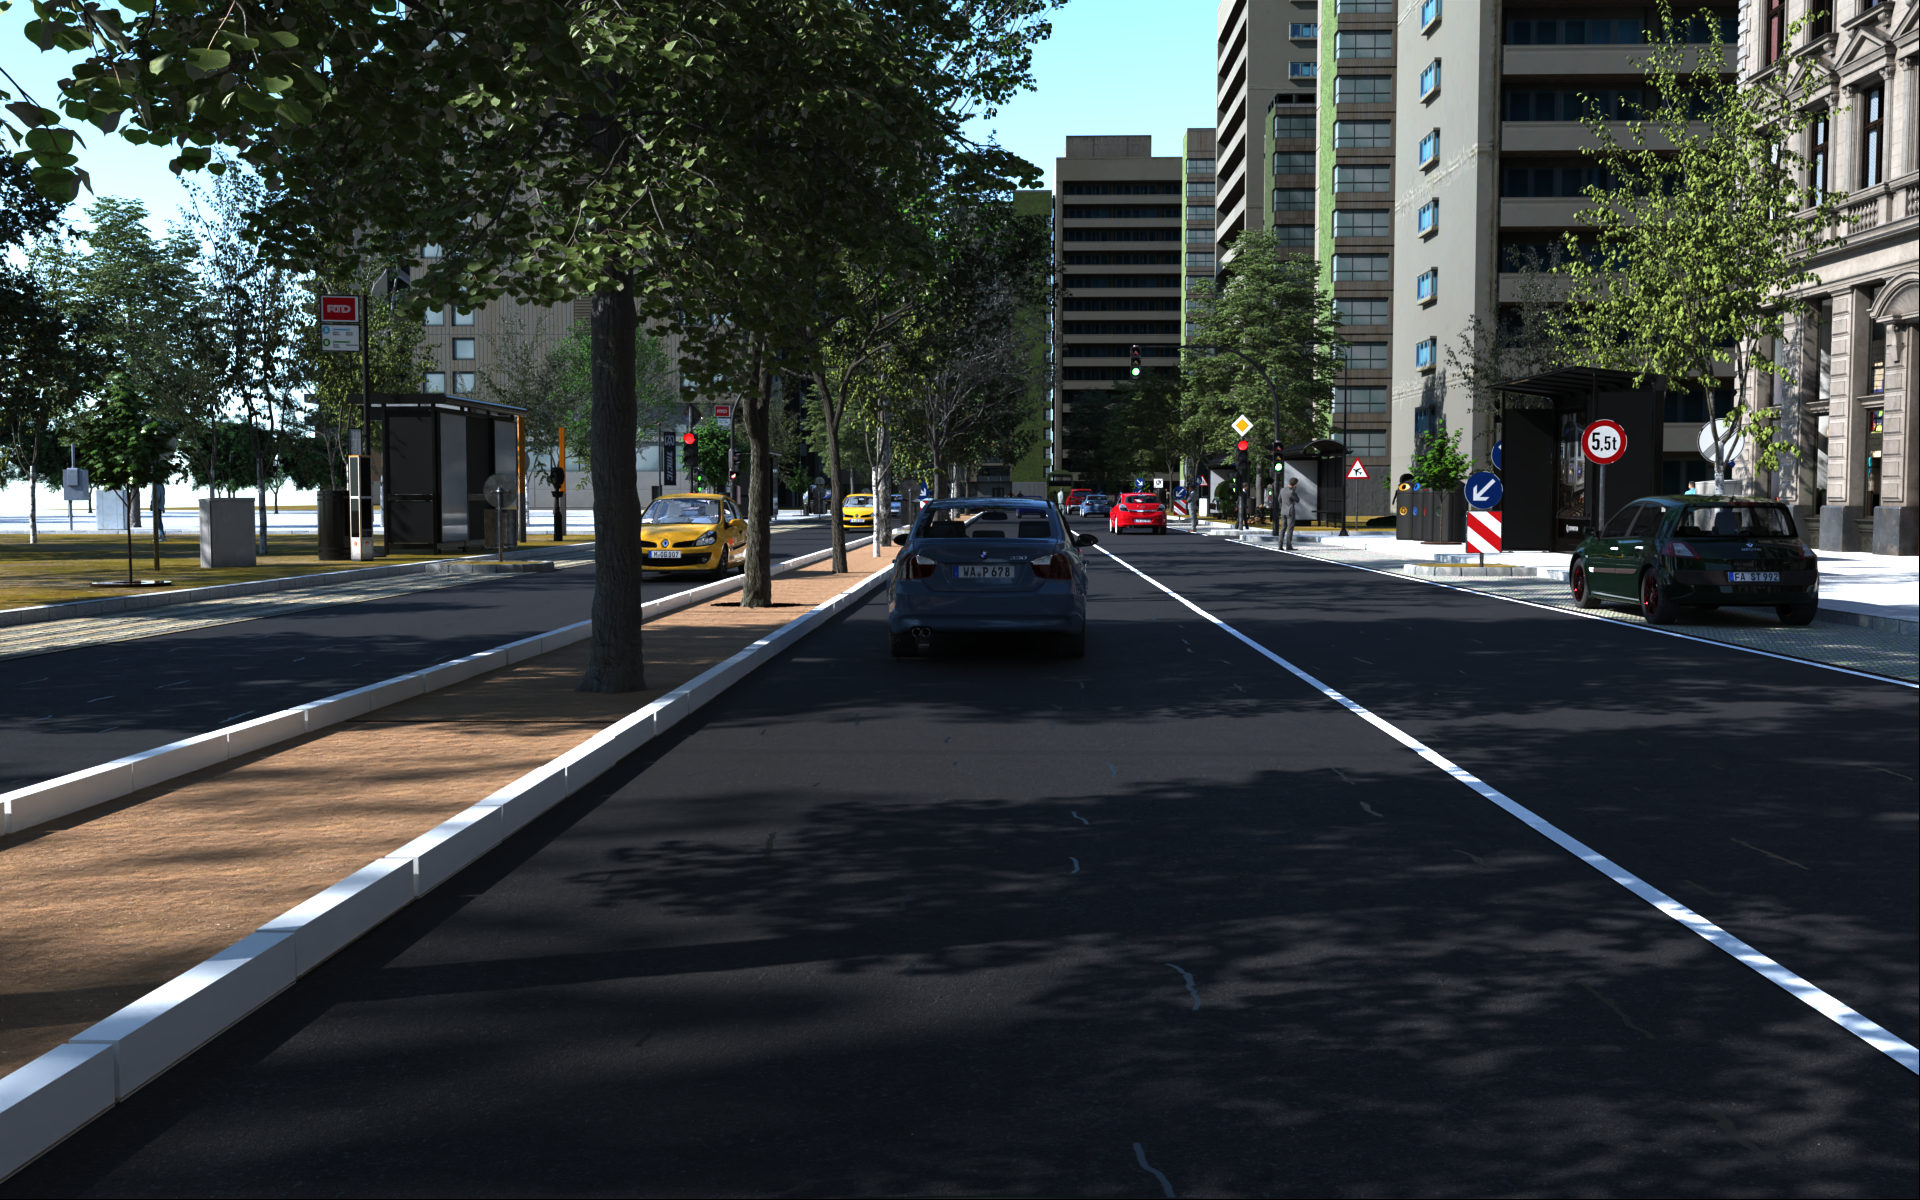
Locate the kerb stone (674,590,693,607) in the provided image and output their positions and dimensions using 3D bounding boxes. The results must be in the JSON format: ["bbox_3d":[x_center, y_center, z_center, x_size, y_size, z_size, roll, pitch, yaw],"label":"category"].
[{"bbox_3d":[-3.595,0.007,22.083,0.120,0.150,1.000,0,4,2],"label":"kerb stone"}]

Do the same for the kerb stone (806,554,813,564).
[{"bbox_3d":[-3.185,-0.808,35.409,0.120,0.150,1.000,0,4,2],"label":"kerb stone"}]

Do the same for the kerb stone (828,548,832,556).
[{"bbox_3d":[-3.068,-1.058,39.506,0.120,0.150,1.000,0,4,2],"label":"kerb stone"}]

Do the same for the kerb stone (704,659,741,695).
[{"bbox_3d":[-1.774,0.579,12.758,0.120,0.150,1.000,0,4,2],"label":"kerb stone"}]

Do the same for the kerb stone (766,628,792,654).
[{"bbox_3d":[-1.681,0.389,15.836,0.120,0.150,1.000,0,4,2],"label":"kerb stone"}]

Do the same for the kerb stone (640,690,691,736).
[{"bbox_3d":[-1.836,0.702,10.714,0.120,0.150,1.000,0,4,2],"label":"kerb stone"}]

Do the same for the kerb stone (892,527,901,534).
[{"bbox_3d":[-2.349,-2.531,63.582,0.120,0.150,1.000,0,4,2],"label":"kerb stone"}]

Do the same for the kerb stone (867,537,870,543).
[{"bbox_3d":[-2.755,-1.686,49.758,0.120,0.150,1.000,0,4,2],"label":"kerb stone"}]

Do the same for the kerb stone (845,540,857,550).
[{"bbox_3d":[-2.882,-1.435,45.649,0.120,0.150,1.000,0,4,2],"label":"kerb stone"}]

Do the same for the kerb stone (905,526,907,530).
[{"bbox_3d":[-2.239,-2.718,66.647,0.120,0.150,1.000,0,4,2],"label":"kerb stone"}]

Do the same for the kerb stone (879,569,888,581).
[{"bbox_3d":[-1.309,-0.363,28.130,0.120,0.150,1.000,0,4,2],"label":"kerb stone"}]

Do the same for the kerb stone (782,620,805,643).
[{"bbox_3d":[-1.651,0.330,16.858,0.120,0.150,1.000,0,4,2],"label":"kerb stone"}]

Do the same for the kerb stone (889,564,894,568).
[{"bbox_3d":[-1.244,-0.488,30.178,0.120,0.150,1.000,0,4,2],"label":"kerb stone"}]

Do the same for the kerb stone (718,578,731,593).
[{"bbox_3d":[-3.500,-0.181,25.153,0.120,0.150,1.000,0,4,2],"label":"kerb stone"}]

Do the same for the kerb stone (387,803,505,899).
[{"bbox_3d":[-1.959,0.952,6.626,0.120,0.150,1.000,0,4,2],"label":"kerb stone"}]

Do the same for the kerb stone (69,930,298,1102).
[{"bbox_3d":[-2.022,1.079,4.575,0.120,0.150,1.000,0,4,2],"label":"kerb stone"}]

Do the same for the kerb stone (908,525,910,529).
[{"bbox_3d":[-2.178,-2.843,68.700,0.120,0.150,1.000,0,4,2],"label":"kerb stone"}]

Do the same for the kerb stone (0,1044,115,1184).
[{"bbox_3d":[-2.054,1.143,3.554,0.120,0.150,1.000,0,4,2],"label":"kerb stone"}]

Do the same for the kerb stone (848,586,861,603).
[{"bbox_3d":[-1.458,-0.044,23.004,0.120,0.150,1.000,0,4,2],"label":"kerb stone"}]

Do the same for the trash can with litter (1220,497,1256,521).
[{"bbox_3d":[13.591,-4.411,83.169,2.233,1.210,1.678,0,4,3],"label":"trash can with litter"}]

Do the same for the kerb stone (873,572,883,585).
[{"bbox_3d":[-1.346,-0.299,27.108,0.120,0.150,1.000,0,4,2],"label":"kerb stone"}]

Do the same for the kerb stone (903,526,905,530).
[{"bbox_3d":[-2.270,-2.655,65.625,0.120,0.150,1.000,0,4,2],"label":"kerb stone"}]

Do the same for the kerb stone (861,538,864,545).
[{"bbox_3d":[-2.818,-1.558,47.706,0.120,0.150,1.000,0,4,2],"label":"kerb stone"}]

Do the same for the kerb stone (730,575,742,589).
[{"bbox_3d":[-3.476,-0.244,26.182,0.120,0.150,1.000,0,4,2],"label":"kerb stone"}]

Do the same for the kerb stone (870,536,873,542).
[{"bbox_3d":[-2.723,-1.748,50.780,0.120,0.150,1.000,0,4,2],"label":"kerb stone"}]

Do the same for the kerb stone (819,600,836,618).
[{"bbox_3d":[-1.565,0.139,19.925,0.120,0.150,1.000,0,4,2],"label":"kerb stone"}]

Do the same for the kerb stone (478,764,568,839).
[{"bbox_3d":[-1.931,0.890,7.647,0.120,0.150,1.000,0,4,2],"label":"kerb stone"}]

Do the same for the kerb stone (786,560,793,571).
[{"bbox_3d":[-3.283,-0.615,32.323,0.120,0.150,1.000,0,4,2],"label":"kerb stone"}]

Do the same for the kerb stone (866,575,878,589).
[{"bbox_3d":[-1.375,-0.238,26.079,0.120,0.150,1.000,0,4,2],"label":"kerb stone"}]

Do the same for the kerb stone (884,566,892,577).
[{"bbox_3d":[-1.275,-0.425,29.152,0.120,0.150,1.000,0,4,2],"label":"kerb stone"}]

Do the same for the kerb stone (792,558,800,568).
[{"bbox_3d":[-3.244,-0.683,33.360,0.120,0.150,1.000,0,4,2],"label":"kerb stone"}]

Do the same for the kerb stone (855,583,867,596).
[{"bbox_3d":[-1.435,-0.104,24.031,0.120,0.150,1.000,0,4,2],"label":"kerb stone"}]

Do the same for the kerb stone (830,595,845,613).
[{"bbox_3d":[-1.528,0.076,20.955,0.120,0.150,1.000,0,4,2],"label":"kerb stone"}]

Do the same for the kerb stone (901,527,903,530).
[{"bbox_3d":[-2.306,-2.593,64.604,0.120,0.150,1.000,0,4,2],"label":"kerb stone"}]

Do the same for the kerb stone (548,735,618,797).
[{"bbox_3d":[-1.898,0.832,8.669,0.120,0.150,1.000,0,4,2],"label":"kerb stone"}]

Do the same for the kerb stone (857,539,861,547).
[{"bbox_3d":[-2.849,-1.496,46.684,0.120,0.150,1.000,0,4,2],"label":"kerb stone"}]

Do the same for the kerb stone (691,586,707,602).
[{"bbox_3d":[-3.555,-0.056,23.104,0.120,0.150,1.000,0,4,2],"label":"kerb stone"}]

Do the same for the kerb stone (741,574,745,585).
[{"bbox_3d":[-3.442,-0.305,27.203,0.120,0.150,1.000,0,4,2],"label":"kerb stone"}]

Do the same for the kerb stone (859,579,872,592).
[{"bbox_3d":[-1.409,-0.171,25.052,0.120,0.150,1.000,0,4,2],"label":"kerb stone"}]

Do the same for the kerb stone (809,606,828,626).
[{"bbox_3d":[-1.586,0.202,18.901,0.120,0.150,1.000,0,4,2],"label":"kerb stone"}]

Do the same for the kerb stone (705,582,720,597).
[{"bbox_3d":[-3.528,-0.118,24.131,0.120,0.150,1.000,0,4,2],"label":"kerb stone"}]

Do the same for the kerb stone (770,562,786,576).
[{"bbox_3d":[-3.322,-0.556,31.301,0.120,0.150,1.000,0,4,2],"label":"kerb stone"}]

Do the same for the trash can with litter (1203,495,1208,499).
[{"bbox_3d":[14.976,-5.717,104.526,1.678,1.210,2.233,1,4,20],"label":"trash can with litter"}]

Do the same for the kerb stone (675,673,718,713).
[{"bbox_3d":[-1.802,0.640,11.736,0.120,0.150,1.000,0,4,2],"label":"kerb stone"}]

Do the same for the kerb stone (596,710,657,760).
[{"bbox_3d":[-1.875,0.768,9.690,0.120,0.150,1.000,0,4,2],"label":"kerb stone"}]

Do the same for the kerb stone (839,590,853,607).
[{"bbox_3d":[-1.493,0.013,21.977,0.120,0.150,1.000,0,4,2],"label":"kerb stone"}]

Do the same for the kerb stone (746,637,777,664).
[{"bbox_3d":[-1.717,0.451,14.815,0.120,0.150,1.000,0,4,2],"label":"kerb stone"}]

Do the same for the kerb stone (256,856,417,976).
[{"bbox_3d":[-1.998,1.015,5.597,0.120,0.150,1.000,0,4,2],"label":"kerb stone"}]

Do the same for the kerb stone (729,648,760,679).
[{"bbox_3d":[-1.746,0.522,13.780,0.120,0.150,1.000,0,4,2],"label":"kerb stone"}]

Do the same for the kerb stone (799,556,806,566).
[{"bbox_3d":[-3.221,-0.746,34.388,0.120,0.150,1.000,0,4,2],"label":"kerb stone"}]

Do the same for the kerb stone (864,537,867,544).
[{"bbox_3d":[-2.786,-1.623,48.730,0.120,0.150,1.000,0,4,2],"label":"kerb stone"}]

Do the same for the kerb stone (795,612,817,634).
[{"bbox_3d":[-1.621,0.264,17.879,0.120,0.150,1.000,0,4,2],"label":"kerb stone"}]

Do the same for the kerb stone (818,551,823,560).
[{"bbox_3d":[-3.125,-0.933,37.452,0.120,0.150,1.000,0,4,2],"label":"kerb stone"}]

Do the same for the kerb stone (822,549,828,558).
[{"bbox_3d":[-3.096,-0.996,38.485,0.120,0.150,1.000,0,4,2],"label":"kerb stone"}]

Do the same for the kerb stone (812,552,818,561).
[{"bbox_3d":[-3.160,-0.869,36.431,0.120,0.150,1.000,0,4,2],"label":"kerb stone"}]
